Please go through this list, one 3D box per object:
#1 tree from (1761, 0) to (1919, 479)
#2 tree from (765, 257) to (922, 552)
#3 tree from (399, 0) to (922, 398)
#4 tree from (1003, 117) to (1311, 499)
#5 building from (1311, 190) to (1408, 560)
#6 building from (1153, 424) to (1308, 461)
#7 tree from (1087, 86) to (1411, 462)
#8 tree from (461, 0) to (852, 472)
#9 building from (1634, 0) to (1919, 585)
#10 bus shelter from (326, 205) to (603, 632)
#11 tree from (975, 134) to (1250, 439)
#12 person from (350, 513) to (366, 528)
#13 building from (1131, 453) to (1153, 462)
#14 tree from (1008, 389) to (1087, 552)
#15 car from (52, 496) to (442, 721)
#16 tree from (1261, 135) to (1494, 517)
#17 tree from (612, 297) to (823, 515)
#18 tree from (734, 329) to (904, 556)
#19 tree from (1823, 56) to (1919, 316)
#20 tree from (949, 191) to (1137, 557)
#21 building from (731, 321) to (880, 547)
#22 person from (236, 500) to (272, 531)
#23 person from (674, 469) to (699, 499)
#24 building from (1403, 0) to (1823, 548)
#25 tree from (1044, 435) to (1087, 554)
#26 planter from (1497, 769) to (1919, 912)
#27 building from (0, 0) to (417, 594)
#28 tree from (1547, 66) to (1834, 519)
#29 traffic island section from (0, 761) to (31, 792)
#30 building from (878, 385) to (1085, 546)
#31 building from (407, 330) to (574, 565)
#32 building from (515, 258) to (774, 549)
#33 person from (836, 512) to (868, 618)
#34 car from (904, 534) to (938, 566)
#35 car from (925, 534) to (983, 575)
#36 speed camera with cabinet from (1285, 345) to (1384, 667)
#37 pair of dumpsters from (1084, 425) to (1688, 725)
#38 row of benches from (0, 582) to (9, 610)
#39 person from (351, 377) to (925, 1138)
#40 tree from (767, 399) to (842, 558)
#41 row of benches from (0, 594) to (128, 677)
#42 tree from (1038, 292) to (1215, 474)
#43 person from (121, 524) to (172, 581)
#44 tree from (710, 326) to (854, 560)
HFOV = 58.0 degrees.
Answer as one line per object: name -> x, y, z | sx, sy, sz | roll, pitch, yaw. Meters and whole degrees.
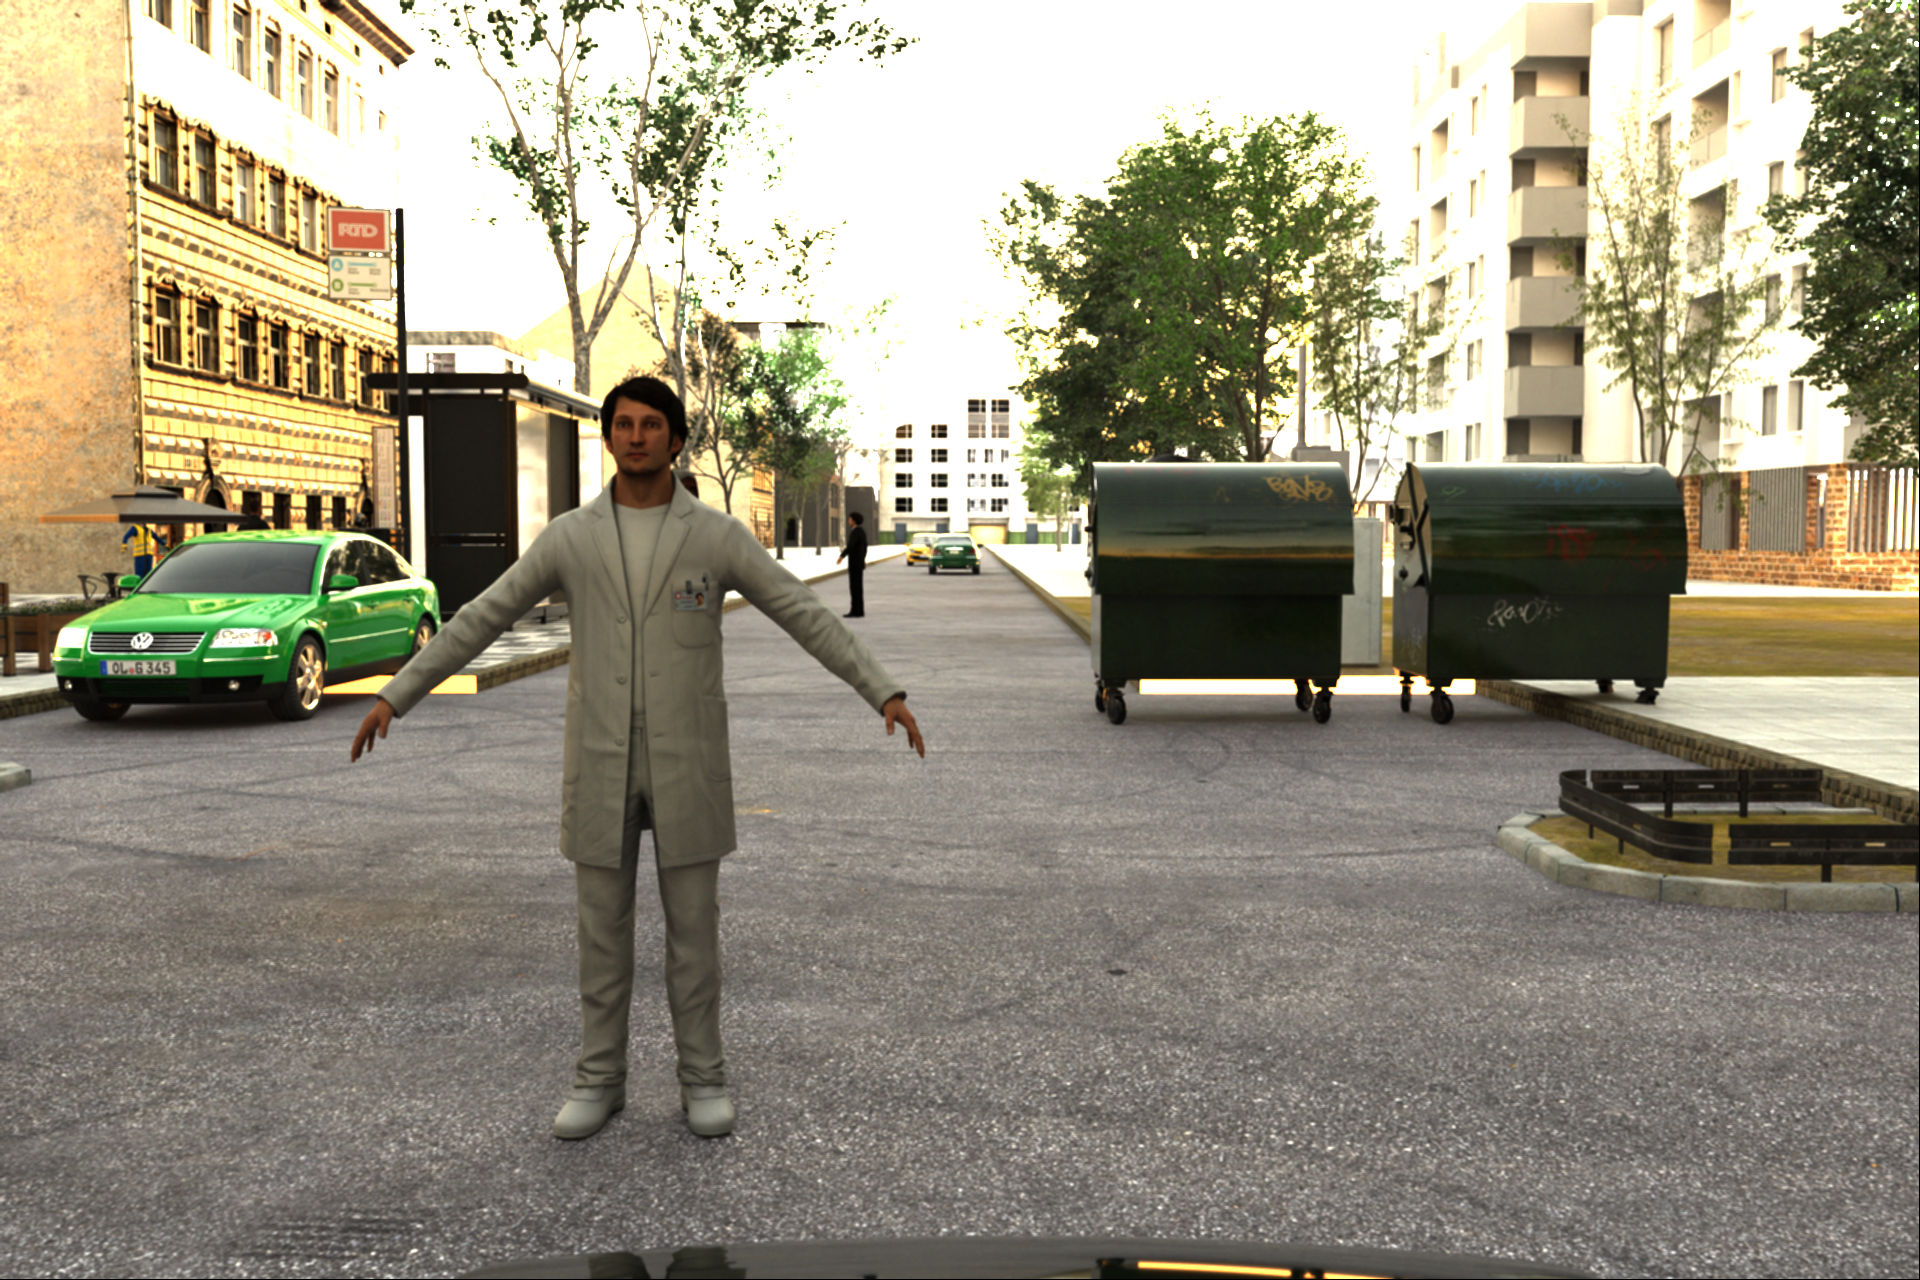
tree -> 18.589, -7.490, 29.115 | 9.857, 13.997, 8.962 | 0, 3, 0
tree -> -9.740, -16.218, 121.054 | 12.611, 20.169, 13.585 | 0, 3, 0
tree -> -7.116, -11.148, 38.161 | 12.611, 20.169, 13.585 | 0, 3, 0
tree -> 6.203, -8.988, 53.612 | 9.857, 13.997, 8.962 | 0, 3, 0
building -> 24.905, -14.690, 96.599 | 16.016, 20.090, 11.380 | 0, 3, 0
building -> 22.032, -12.456, 145.804 | 9.099, 9.664, 28.070 | 0, 4, 1
tree -> 6.856, -7.000, 40.212 | 9.928, 11.665, 9.643 | 0, 3, 0
tree -> -9.784, -12.196, 55.286 | 12.611, 20.169, 13.585 | 0, 3, 0
building -> 25.558, -11.875, 50.573 | 16.016, 20.090, 11.380 | 0, 3, 0
bus shelter -> -6.665, -2.834, 23.976 | 2.179, 5.291, 8.768 | 0, 4, 0
tree -> 7.911, -13.742, 80.571 | 12.611, 20.169, 13.585 | 0, 3, 0
person -> -16.169, -2.506, 46.737 | 0.705, 1.858, 1.354 | 0, 4, -2
building -> 21.899, -14.432, 178.113 | 9.099, 9.664, 28.070 | 0, 3, 0
tree -> 7.108, -12.373, 120.432 | 7.486, 12.596, 7.792 | 0, 3, 0
car -> -5.858, -0.362, 14.719 | 1.959, 1.807, 4.718 | 0, 4, 1
tree -> 7.419, -5.039, 32.756 | 4.360, 8.622, 3.978 | 0, 3, 0
tree -> -9.150, -8.189, 68.297 | 8.767, 10.594, 7.601 | -3, 5, -41
tree -> -8.305, -11.784, 103.044 | 12.009, 13.543, 11.850 | 0, 3, 0
tree -> 12.931, -5.117, 18.082 | 7.601, 10.594, 8.767 | 0, 4, 5
tree -> 6.252, -14.699, 96.211 | 12.611, 20.169, 13.585 | 0, 3, 0
building -> -23.171, -20.709, 182.562 | 27.936, 21.610, 32.646 | 0, 3, 0
person -> -10.810, -1.251, 26.679 | 1.346, 1.802, 0.704 | 2, 4, 25
person -> -1.632, -0.102, 10.246 | 1.348, 1.813, 0.705 | -2, 4, -35
building -> 22.628, -12.861, 66.705 | 16.016, 20.090, 11.380 | 0, 4, 0
tree -> 6.766, -9.720, 109.278 | 4.360, 8.622, 3.978 | 0, 3, 0
planter -> 3.454, 0.831, 7.558 | 1.991, 0.319, 1.994 | 0, 4, 1
building -> -26.629, -13.100, 45.109 | 19.493, 23.208, 18.063 | 0, 3, 0
tree -> 11.273, -4.756, 28.129 | 4.360, 8.622, 3.978 | 0, 3, 0
traffic island section -> -6.311, 0.822, 9.432 | 1.991, 0.108, 1.994 | 0, 4, 0
building -> -1.305, -21.048, 213.046 | 31.486, 18.905, 16.747 | 0, 4, -3
building -> -23.548, -8.764, 85.439 | 9.099, 9.664, 28.070 | 0, 4, 1
building -> -25.986, -19.305, 146.559 | 19.493, 23.208, 18.063 | 0, 4, -1
person -> -1.818, -1.298, 29.865 | 0.705, 1.806, 1.347 | 1, 4, 15
car -> -1.517, -4.183, 78.616 | 2.015, 1.641, 3.980 | 0, 4, 0
car -> -0.206, -3.119, 62.786 | 2.131, 1.459, 4.920 | 0, 4, 0
speed camera with cabinet -> 3.773, -1.419, 17.529 | 0.660, 3.252, 2.038 | 0, 4, 0
pair of dumpsters -> 3.184, -0.522, 13.486 | 4.436, 2.255, 1.574 | 0, 4, 1
row of benches -> -15.416, -0.554, 24.521 | 1.422, 0.672, 4.104 | 1, 4, 18
person -> -0.762, 0.272, 4.191 | 1.347, 1.806, 0.705 | 0, 4, -3
tree -> -8.781, -8.759, 93.578 | 4.360, 8.622, 3.978 | 0, 3, 0
row of benches -> -8.664, -0.062, 16.481 | 1.422, 0.672, 4.104 | 1, 4, 12
tree -> 6.495, -8.106, 66.945 | 7.601, 10.594, 8.767 | -1, 4, -22
person -> -15.516, -1.624, 33.016 | 0.721, 1.772, 1.216 | 1, 4, 19
tree -> -8.841, -9.802, 86.014 | 9.928, 11.665, 9.643 | 0, 3, 0
